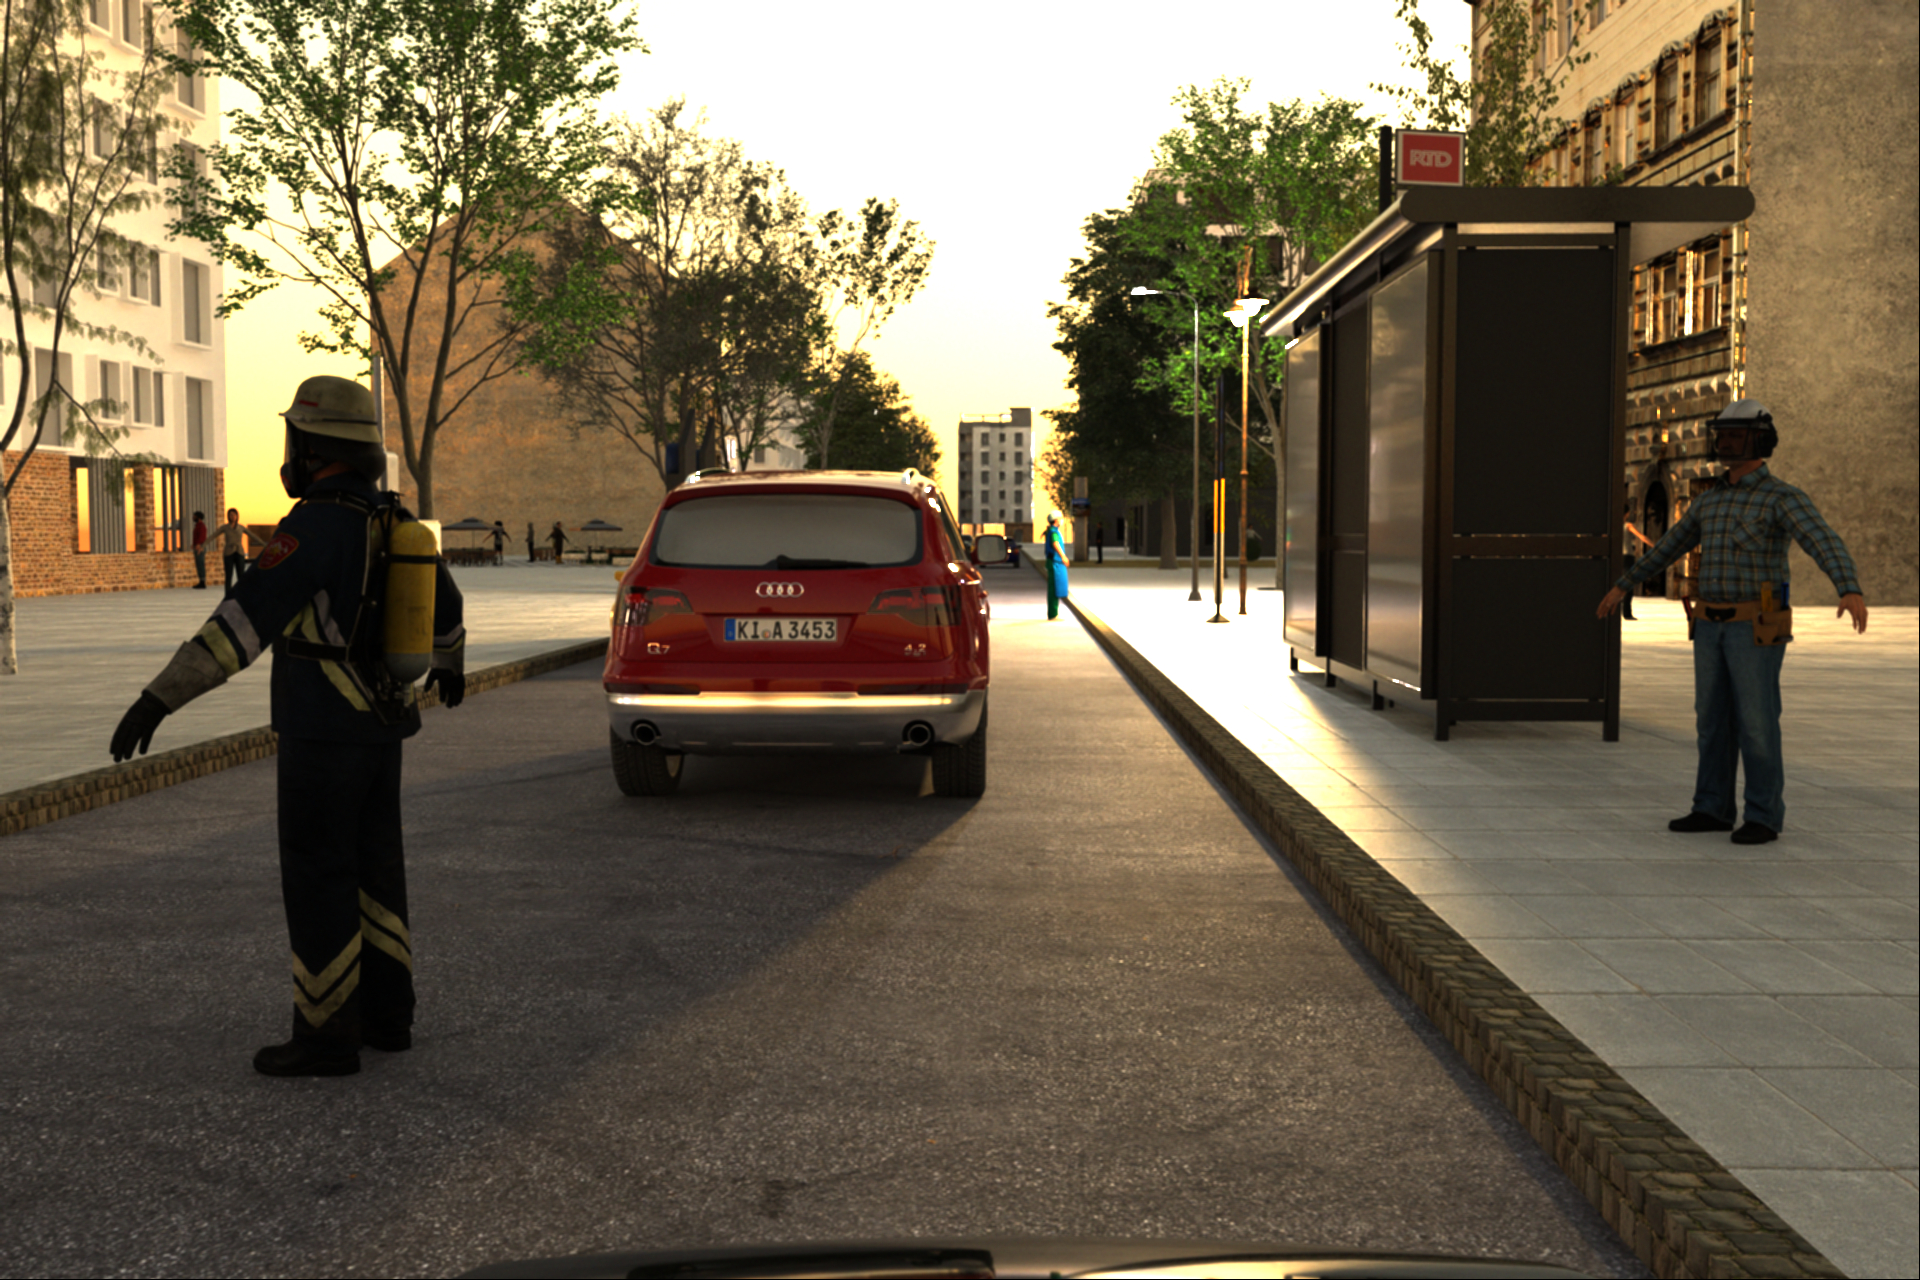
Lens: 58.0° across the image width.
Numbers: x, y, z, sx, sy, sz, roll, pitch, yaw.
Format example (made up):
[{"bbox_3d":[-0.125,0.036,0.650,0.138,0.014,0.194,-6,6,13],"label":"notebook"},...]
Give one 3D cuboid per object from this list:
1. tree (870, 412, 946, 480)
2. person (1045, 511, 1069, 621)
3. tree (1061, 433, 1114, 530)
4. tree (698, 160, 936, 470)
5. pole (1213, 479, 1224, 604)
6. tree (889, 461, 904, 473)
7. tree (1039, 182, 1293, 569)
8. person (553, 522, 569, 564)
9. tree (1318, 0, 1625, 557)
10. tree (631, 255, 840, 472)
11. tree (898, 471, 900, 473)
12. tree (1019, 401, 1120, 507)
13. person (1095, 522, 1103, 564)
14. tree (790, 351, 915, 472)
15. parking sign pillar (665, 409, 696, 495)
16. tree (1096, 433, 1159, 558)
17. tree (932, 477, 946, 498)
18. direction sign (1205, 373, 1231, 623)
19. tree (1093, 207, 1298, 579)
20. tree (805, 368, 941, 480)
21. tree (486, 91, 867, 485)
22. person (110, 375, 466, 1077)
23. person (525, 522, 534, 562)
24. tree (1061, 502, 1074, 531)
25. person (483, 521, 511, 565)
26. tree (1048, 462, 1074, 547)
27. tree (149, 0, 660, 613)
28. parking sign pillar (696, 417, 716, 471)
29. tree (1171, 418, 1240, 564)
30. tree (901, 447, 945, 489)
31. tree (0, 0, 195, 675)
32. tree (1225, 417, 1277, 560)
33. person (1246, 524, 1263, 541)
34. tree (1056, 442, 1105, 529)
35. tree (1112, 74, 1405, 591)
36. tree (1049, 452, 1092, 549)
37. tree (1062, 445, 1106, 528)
[{"bbox_3d":[-5.096,-13.623,148.487,9.928,11.665,9.643,0,3,0],"label":"tree"},{"bbox_3d":[1.603,-1.233,28.744,0.704,1.817,1.347,0,4,-4],"label":"person"},{"bbox_3d":[8.486,-9.980,113.537,4.737,8.622,4.395,0,3,0],"label":"tree"},{"bbox_3d":[-8.483,-14.305,89.768,12.611,20.169,13.585,0,3,0],"label":"tree"},{"bbox_3d":[4.721,-2.307,31.564,0.158,3.312,0.155,0,3,0],"label":"pole"},{"bbox_3d":[-6.072,-11.469,137.873,4.360,8.622,3.978,0,3,0],"label":"tree"},{"bbox_3d":[7.554,-9.537,62.588,9.857,13.997,8.962,0,3,0],"label":"tree"},{"bbox_3d":[-17.248,-4.190,74.637,0.704,1.812,1.346,1,4,14],"label":"person"},{"bbox_3d":[6.530,-4.417,22.578,4.737,8.622,4.395,0,3,0],"label":"tree"},{"bbox_3d":[-8.186,-8.406,63.194,9.928,11.665,9.643,0,3,0],"label":"tree"},{"bbox_3d":[-4.945,-12.990,162.749,4.360,8.622,3.978,0,3,0],"label":"tree"},{"bbox_3d":[10.566,-14.989,155.434,12.009,13.543,11.850,0,3,0],"label":"tree"},{"bbox_3d":[6.052,-4.230,75.383,0.704,1.802,1.346,0,4,-1],"label":"person"},{"bbox_3d":[-6.605,-11.563,107.187,7.486,12.596,7.792,0,3,0],"label":"tree"},{"bbox_3d":[-5.890,-2.947,36.652,1.447,3.967,1.447,0,4,1],"label":"parking sign pillar"},{"bbox_3d":[9.019,-8.632,91.500,4.737,8.622,4.395,0,3,0],"label":"tree"},{"bbox_3d":[-5.560,-19.851,258.975,7.601,10.594,8.767,1,4,10],"label":"tree"},{"bbox_3d":[3.730,-2.014,24.921,0.379,3.537,0.876,0,4,1],"label":"direction sign"},{"bbox_3d":[7.244,-7.049,49.666,7.601,10.594,8.767,1,4,15],"label":"tree"},{"bbox_3d":[-6.167,-13.267,127.288,12.009,13.543,11.850,0,3,0],"label":"tree"},{"bbox_3d":[-8.245,-8.481,49.033,12.009,13.543,11.850,0,3,0],"label":"tree"},{"bbox_3d":[-1.700,0.216,4.698,0.705,1.856,1.354,1,4,18],"label":"person"},{"bbox_3d":[-19.591,-4.453,78.938,0.705,1.813,1.348,0,4,-4],"label":"person"},{"bbox_3d":[17.229,-19.053,261.871,4.737,8.622,4.395,0,3,0],"label":"tree"},{"bbox_3d":[-19.182,-4.022,71.909,0.704,1.843,1.345,3,5,42],"label":"person"},{"bbox_3d":[10.279,-13.349,168.624,4.737,8.622,4.395,0,3,0],"label":"tree"},{"bbox_3d":[-8.708,-6.233,27.666,9.928,11.665,9.643,0,3,0],"label":"tree"},{"bbox_3d":[-5.851,-3.108,39.284,1.447,3.967,1.447,0,4,2],"label":"parking sign pillar"},{"bbox_3d":[9.796,-7.541,73.661,4.360,8.622,3.978,0,3,0],"label":"tree"},{"bbox_3d":[-5.326,-15.010,171.171,9.928,11.665,9.643,0,3,0],"label":"tree"},{"bbox_3d":[-8.768,-4.005,15.837,4.360,8.622,3.978,0,3,0],"label":"tree"},{"bbox_3d":[13.741,-8.182,84.145,4.737,8.622,4.395,0,3,0],"label":"tree"},{"bbox_3d":[15.434,-5.249,92.001,1.347,1.806,0.705,-1,4,-17],"label":"person"},{"bbox_3d":[9.115,-10.884,128.316,4.360,8.622,3.978,0,3,0],"label":"tree"},{"bbox_3d":[7.308,-6.947,39.341,9.928,11.665,9.643,0,3,0],"label":"tree"},{"bbox_3d":[9.612,-12.029,147.036,4.360,8.622,3.978,0,3,0],"label":"tree"},{"bbox_3d":[9.947,-11.364,136.168,4.737,8.622,4.395,0,3,0],"label":"tree"}]
